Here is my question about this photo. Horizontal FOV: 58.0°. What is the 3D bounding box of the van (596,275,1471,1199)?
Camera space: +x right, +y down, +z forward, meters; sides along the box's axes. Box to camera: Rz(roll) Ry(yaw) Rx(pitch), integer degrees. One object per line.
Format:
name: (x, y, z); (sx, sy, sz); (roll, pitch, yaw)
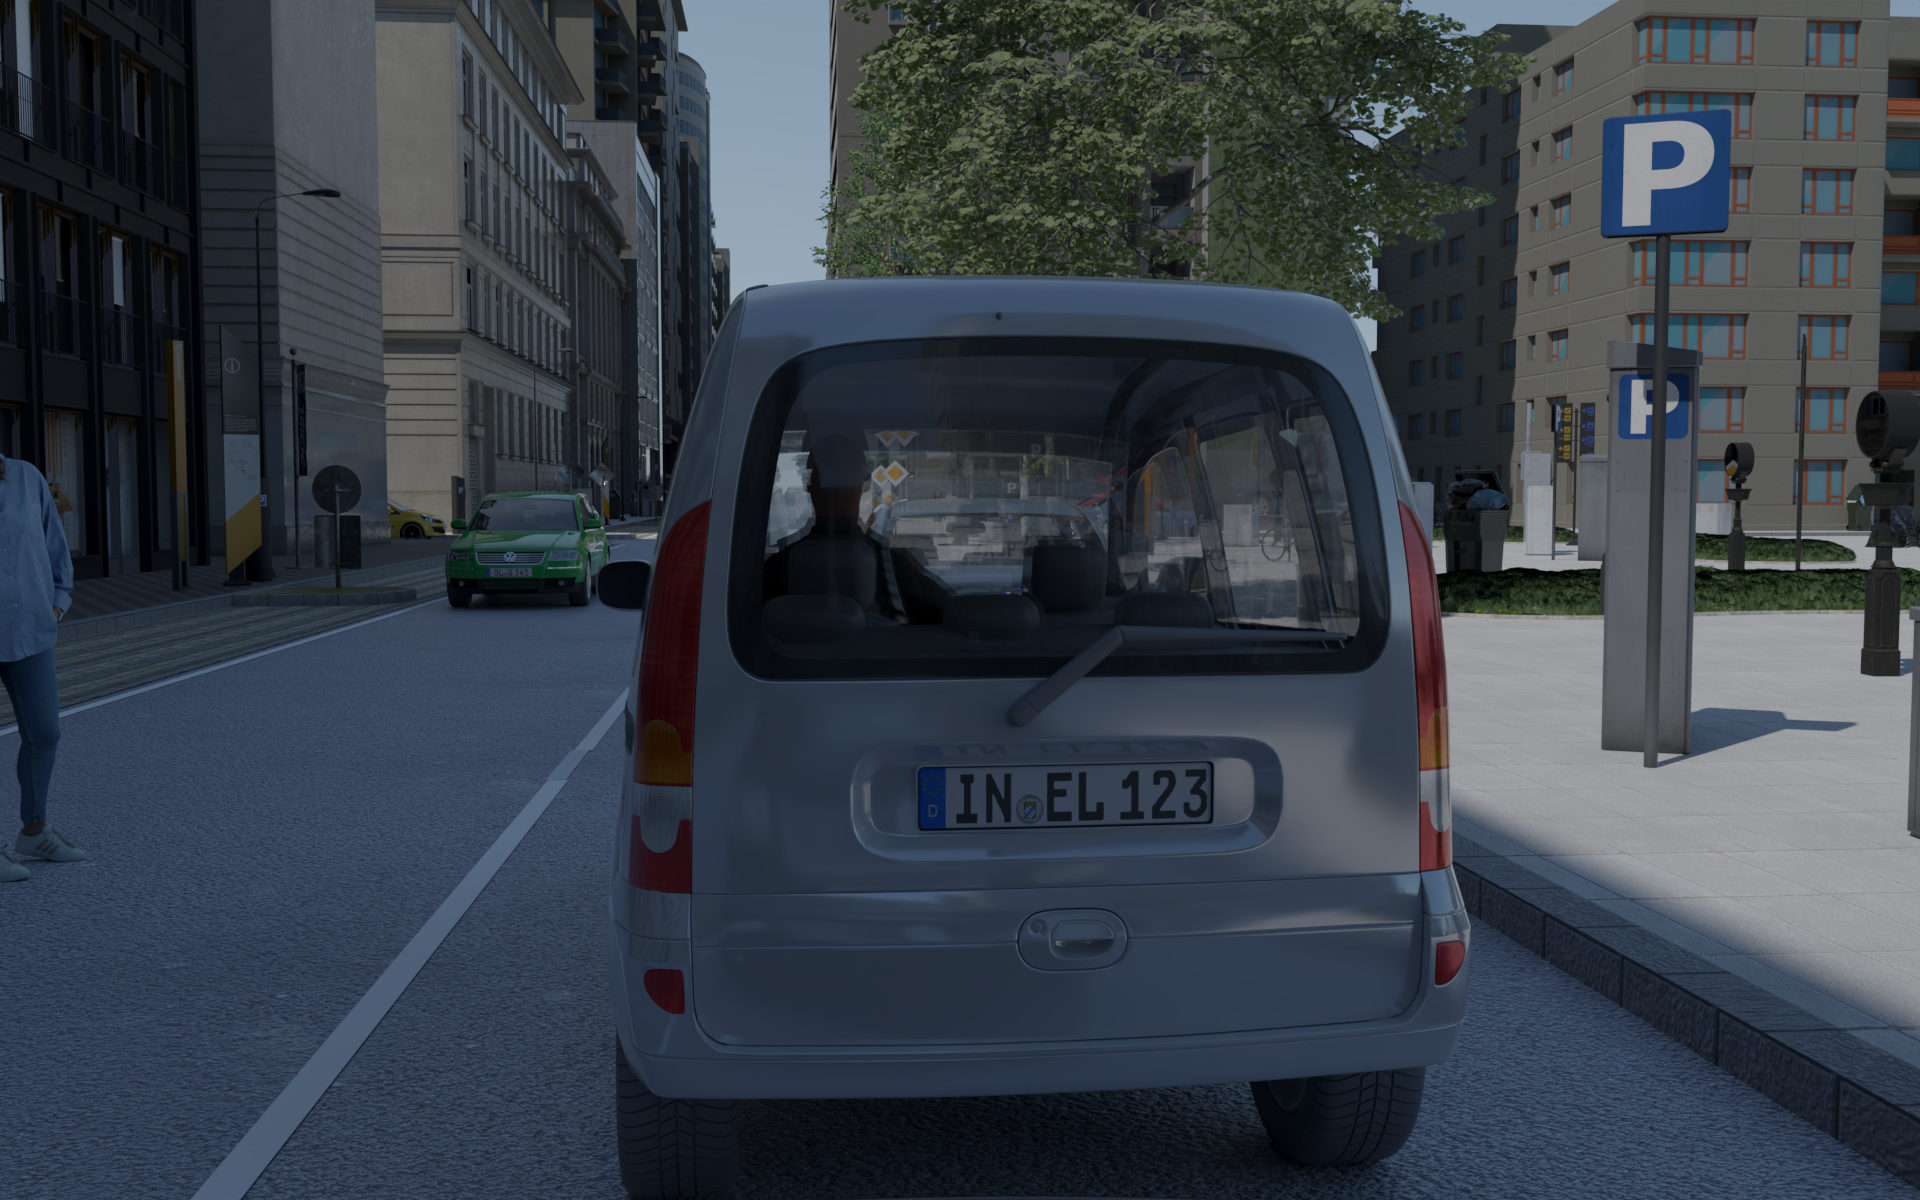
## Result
van: (-0.065, 0.124, 4.976); (2.013, 2.044, 4.112); (0, 4, -7)

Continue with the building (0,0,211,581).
building: (-18.854, -11.765, 22.033); (12.332, 23.373, 15.834); (0, 4, -6)

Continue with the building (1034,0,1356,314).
building: (6.119, -23.357, 65.478); (14.086, 41.232, 14.154); (0, 4, -6)

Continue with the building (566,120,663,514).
building: (-27.431, -18.437, 119.468); (12.078, 24.808, 19.932); (0, 4, -6)

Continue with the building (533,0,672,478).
building: (-35.646, -29.849, 142.656); (22.147, 44.769, 28.867); (0, 4, -6)

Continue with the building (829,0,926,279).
building: (1.841, -30.408, 120.867); (21.300, 48.544, 21.600); (0, 4, -6)

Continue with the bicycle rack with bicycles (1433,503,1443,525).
bicycle rack with bicycles: (17.748, -3.275, 66.927); (2.925, 0.926, 2.852); (2, 4, 30)

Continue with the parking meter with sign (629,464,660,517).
parking meter with sign: (-17.981, -6.269, 98.763); (1.738, 3.016, 0.543); (-3, 5, -39)

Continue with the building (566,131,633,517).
building: (-26.150, -15.639, 97.495); (13.314, 21.916, 24.055); (0, 4, -6)

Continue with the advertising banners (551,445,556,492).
advertising banners: (-14.241, -3.947, 60.728); (0.090, 3.025, 2.074); (-1, 4, -9)

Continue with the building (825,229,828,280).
building: (-10.315, -38.042, 276.613); (22.147, 44.769, 28.867); (0, 4, -6)

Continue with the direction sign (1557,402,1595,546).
direction sign: (15.288, -3.122, 43.043); (0.876, 3.537, 0.379); (2, 4, 26)

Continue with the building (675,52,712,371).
building: (-43.826, -41.911, 227.243); (21.231, 58.520, 28.212); (0, 4, -6)

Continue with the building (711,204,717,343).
building: (-47.518, -38.959, 256.591); (23.786, 49.044, 30.456); (0, 4, -6)

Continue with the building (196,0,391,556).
building: (-23.348, -11.627, 39.258); (18.267, 20.994, 9.793); (0, 4, -6)

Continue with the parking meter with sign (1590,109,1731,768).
parking meter with sign: (3.547, -0.767, 8.808); (0.543, 3.016, 1.738); (1, 4, 22)

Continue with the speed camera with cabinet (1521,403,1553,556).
speed camera with cabinet: (12.340, -2.604, 36.915); (0.660, 3.252, 2.038); (1, 4, 15)

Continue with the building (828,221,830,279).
building: (-12.407, -34.947, 254.981); (14.154, 41.232, 14.086); (0, 4, -6)

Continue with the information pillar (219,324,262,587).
information pillar: (-10.034, -2.005, 24.136); (0.504, 3.616, 0.183); (-3, 4, -37)

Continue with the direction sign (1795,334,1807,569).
direction sign: (12.098, -2.013, 24.913); (0.379, 3.537, 0.876); (2, 4, 27)

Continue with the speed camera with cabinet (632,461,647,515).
speed camera with cabinet: (-19.397, -6.751, 104.707); (0.660, 3.252, 2.038); (-1, 4, -19)

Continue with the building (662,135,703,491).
building: (-35.949, -31.086, 191.844); (14.154, 41.232, 14.086); (0, 4, -6)

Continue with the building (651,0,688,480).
building: (-41.669, -35.526, 170.089); (28.713, 52.752, 27.495); (0, 4, -6)

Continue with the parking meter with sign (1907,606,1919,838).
parking meter with sign: (4.419, -0.611, 6.244); (1.738, 3.016, 0.543); (0, 4, -1)

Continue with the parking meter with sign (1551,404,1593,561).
parking meter with sign: (12.247, -2.257, 33.164); (1.738, 3.016, 0.543); (2, 4, 29)

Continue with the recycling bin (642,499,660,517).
recycling bin: (-17.360, -5.189, 97.391); (0.722, 1.027, 0.722); (2, 4, 27)

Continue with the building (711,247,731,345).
building: (-44.233, -36.446, 279.481); (14.154, 41.232, 14.086); (0, 4, -6)

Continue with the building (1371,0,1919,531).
building: (36.260, -14.012, 74.139); (28.899, 21.520, 27.650); (0, 4, -6)

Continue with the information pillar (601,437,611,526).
information pillar: (-14.442, -4.844, 70.560); (0.183, 3.616, 0.504); (1, 4, 14)

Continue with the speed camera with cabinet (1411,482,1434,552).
speed camera with cabinet: (5.722, -1.858, 24.722); (2.038, 3.252, 0.660); (3, 5, 45)

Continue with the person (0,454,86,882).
person: (-3.608, 0.140, 6.472); (0.793, 1.790, 0.793); (0, 4, 3)

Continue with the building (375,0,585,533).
building: (-25.095, -14.504, 70.431); (16.112, 22.955, 30.059); (0, 4, -6)
